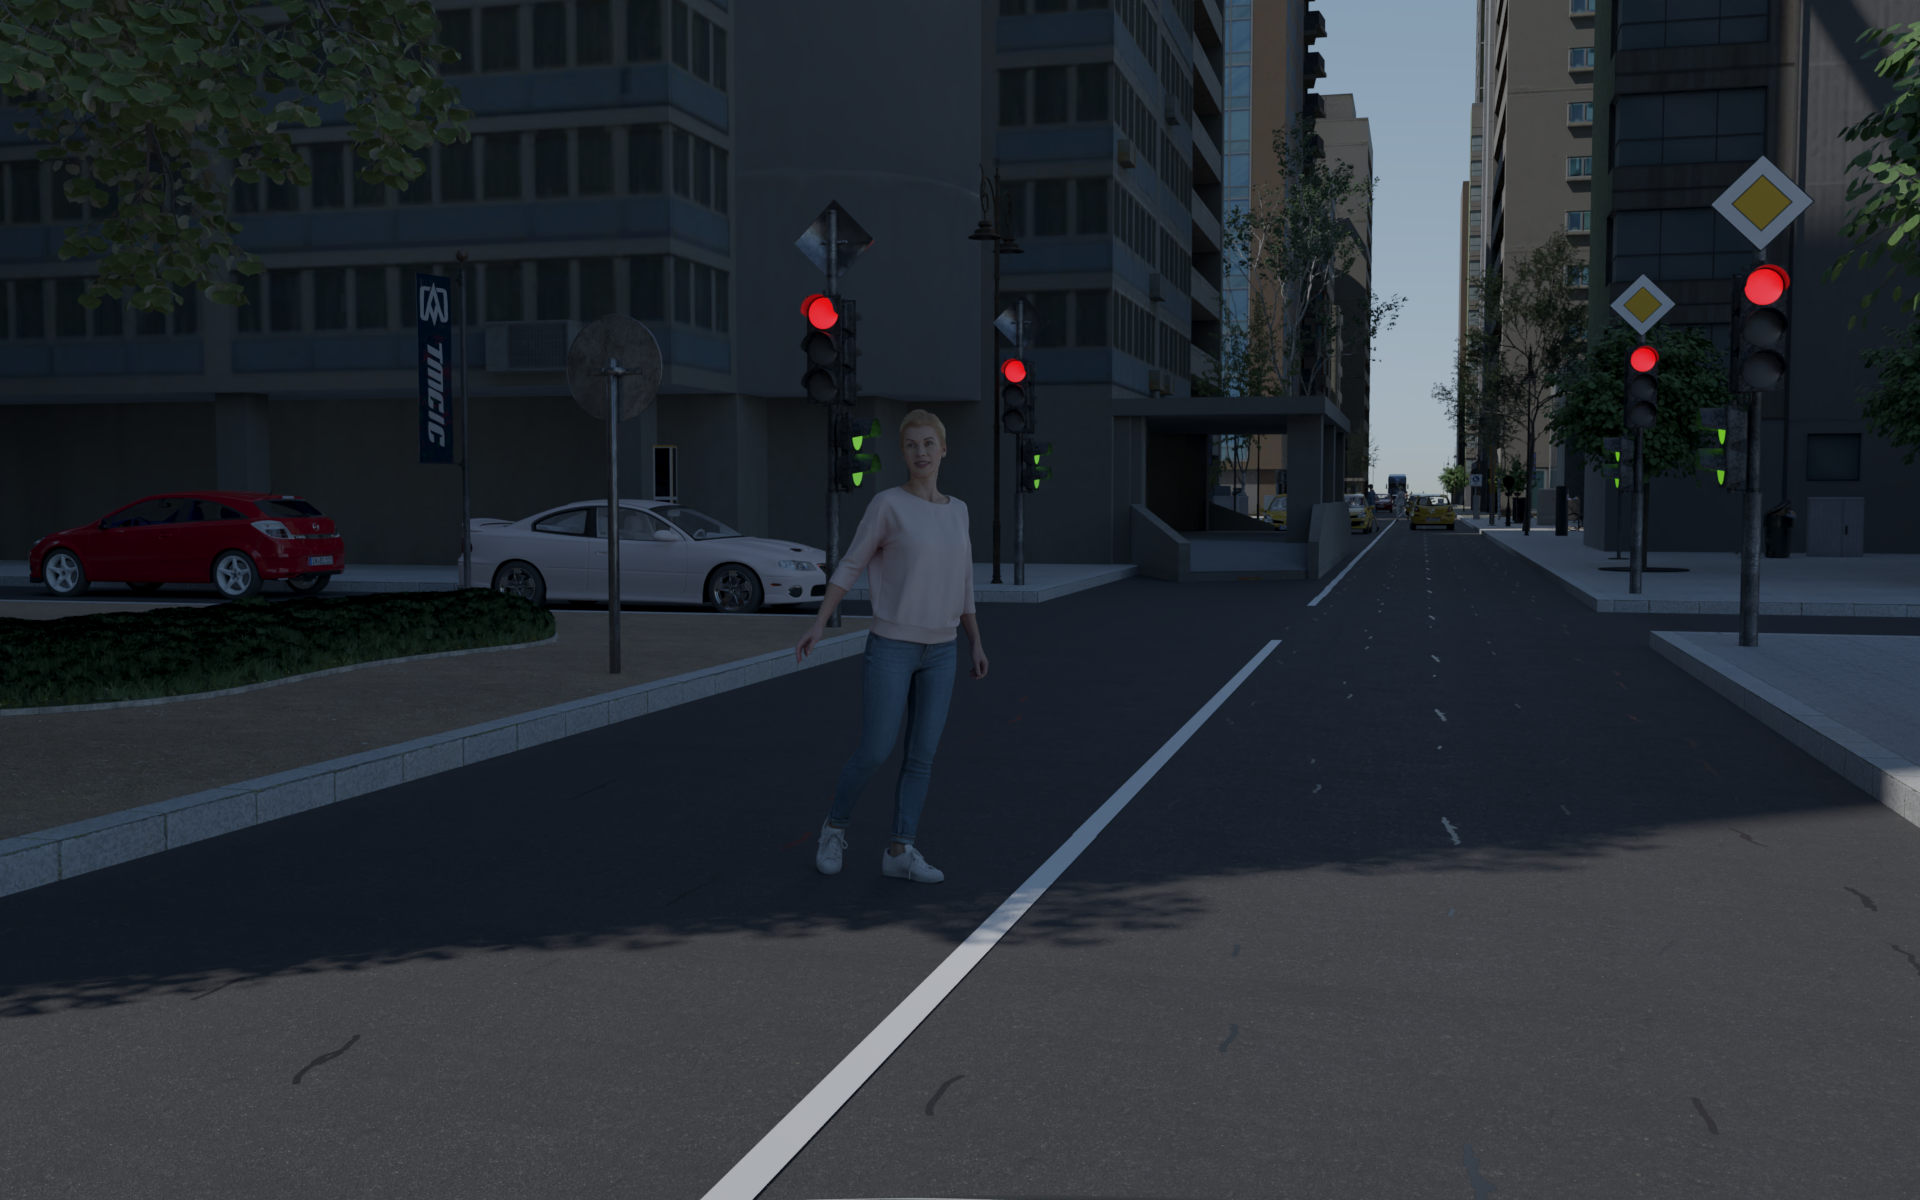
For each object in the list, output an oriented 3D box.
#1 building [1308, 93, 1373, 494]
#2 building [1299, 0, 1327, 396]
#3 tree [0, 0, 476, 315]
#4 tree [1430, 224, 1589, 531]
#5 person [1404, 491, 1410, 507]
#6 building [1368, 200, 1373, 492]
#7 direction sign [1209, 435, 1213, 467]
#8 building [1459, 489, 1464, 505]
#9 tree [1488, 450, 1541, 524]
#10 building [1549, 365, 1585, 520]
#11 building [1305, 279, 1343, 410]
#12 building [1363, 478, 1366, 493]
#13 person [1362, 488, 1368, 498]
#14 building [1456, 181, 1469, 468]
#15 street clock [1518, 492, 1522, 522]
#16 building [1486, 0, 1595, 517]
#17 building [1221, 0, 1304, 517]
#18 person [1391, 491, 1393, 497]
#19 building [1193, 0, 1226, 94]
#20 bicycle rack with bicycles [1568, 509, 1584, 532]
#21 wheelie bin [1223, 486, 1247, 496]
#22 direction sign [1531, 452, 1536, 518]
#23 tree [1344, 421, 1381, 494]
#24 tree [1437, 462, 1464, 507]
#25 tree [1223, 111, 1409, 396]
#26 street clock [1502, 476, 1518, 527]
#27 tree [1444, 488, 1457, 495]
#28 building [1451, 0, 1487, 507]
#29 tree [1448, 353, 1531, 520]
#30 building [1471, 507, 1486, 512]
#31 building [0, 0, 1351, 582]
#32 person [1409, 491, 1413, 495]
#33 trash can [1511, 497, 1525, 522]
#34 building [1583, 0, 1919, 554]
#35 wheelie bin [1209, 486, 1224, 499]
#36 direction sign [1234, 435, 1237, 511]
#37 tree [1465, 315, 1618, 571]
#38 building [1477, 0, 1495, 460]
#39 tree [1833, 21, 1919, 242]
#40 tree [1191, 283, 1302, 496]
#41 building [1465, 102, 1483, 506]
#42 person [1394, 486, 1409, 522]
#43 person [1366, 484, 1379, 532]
[{"bbox_3d":[39.859,-36.189,215.389,21.300,48.544,21.600,1,4,15],"label":"building"},{"bbox_3d":[15.173,-28.919,127.452,22.147,44.769,28.867,1,4,15],"label":"building"},{"bbox_3d":[-5.097,-5.415,6.662,7.486,12.596,7.792,0,3,0],"label":"tree"},{"bbox_3d":[19.906,-7.650,59.484,7.601,10.594,8.767,0,4,6],"label":"tree"},{"bbox_3d":[48.219,-10.902,187.454,1.217,1.736,0.721,-1,4,-9],"label":"person"},{"bbox_3d":[47.614,-33.541,231.983,14.154,41.232,14.086,1,4,15],"label":"building"},{"bbox_3d":[6.979,-3.533,49.767,0.379,3.537,0.876,-2,4,-27],"label":"direction sign"},{"bbox_3d":[74.501,-30.986,198.496,32.217,40.220,23.993,1,4,15],"label":"building"},{"bbox_3d":[24.174,-4.931,75.222,1.663,3.219,1.824,0,3,0],"label":"tree"},{"bbox_3d":[38.938,-46.574,74.164,22.319,86.520,31.000,1,4,15],"label":"building"},{"bbox_3d":[19.788,-19.066,156.767,27.650,21.520,28.899,1,4,15],"label":"building"},{"bbox_3d":[29.155,-30.756,194.735,32.217,40.220,23.993,1,4,15],"label":"building"},{"bbox_3d":[28.977,-7.037,123.521,1.348,1.831,0.705,-1,4,-17],"label":"person"},{"bbox_3d":[76.109,-36.031,239.217,14.600,45.320,14.200,1,4,15],"label":"building"},{"bbox_3d":[25.033,-4.478,77.784,0.358,2.002,0.471,2,4,27],"label":"street clock"},{"bbox_3d":[43.875,-29.445,105.131,21.300,48.544,21.600,1,4,15],"label":"building"},{"bbox_3d":[13.365,-27.857,105.574,14.600,45.320,14.200,1,4,15],"label":"building"},{"bbox_3d":[50.335,-11.796,202.072,0.721,1.735,1.217,0,4,-3],"label":"person"},{"bbox_3d":[-1.203,-27.258,69.366,21.300,48.544,21.600,1,4,15],"label":"building"},{"bbox_3d":[22.199,-2.813,59.370,2.925,0.926,2.852,2,4,34],"label":"bicycle rack with bicycles"},{"bbox_3d":[13.567,-4.680,84.418,0.693,1.594,0.980,-3,5,-43],"label":"wheelie bin"},{"bbox_3d":[30.830,-6.207,93.485,0.379,3.537,0.876,-1,4,-10],"label":"direction sign"},{"bbox_3d":[39.031,-13.430,169.940,4.360,8.622,3.978,0,3,0],"label":"tree"},{"bbox_3d":[50.149,-11.747,175.770,4.285,4.588,4.351,0,3,0],"label":"tree"},{"bbox_3d":[16.322,-14.243,88.762,12.611,20.169,13.585,0,3,0],"label":"tree"},{"bbox_3d":[21.665,-3.904,68.408,0.471,2.002,0.358,1,4,22],"label":"street clock"},{"bbox_3d":[56.300,-12.482,198.682,1.663,3.219,1.824,0,3,0],"label":"tree"},{"bbox_3d":[74.023,-47.875,221.005,20.563,71.187,20.611,1,4,15],"label":"building"},{"bbox_3d":[26.644,-8.297,86.024,4.360,8.622,3.978,0,3,0],"label":"tree"},{"bbox_3d":[48.496,-42.022,125.319,20.563,71.187,20.611,1,4,15],"label":"building"},{"bbox_3d":[-7.758,-21.212,38.704,32.217,40.220,23.993,1,4,15],"label":"building"},{"bbox_3d":[58.312,-13.165,223.765,1.348,1.821,0.705,2,4,27],"label":"person"},{"bbox_3d":[25.414,-4.100,78.687,0.748,1.137,0.748,0,3,0],"label":"trash can"},{"bbox_3d":[22.919,-21.934,42.215,14.154,41.232,14.086,1,4,15],"label":"building"},{"bbox_3d":[14.349,-5.401,96.220,0.980,1.594,0.693,-2,4,-34],"label":"wheelie bin"},{"bbox_3d":[8.453,-3.745,53.226,0.379,3.537,0.876,0,4,6],"label":"direction sign"},{"bbox_3d":[11.502,-2.761,28.856,4.285,4.588,4.351,0,3,0],"label":"tree"},{"bbox_3d":[55.964,-37.145,149.324,21.231,58.520,28.212,1,4,15],"label":"building"},{"bbox_3d":[5.737,-1.469,7.724,4.285,4.588,4.351,0,3,0],"label":"tree"},{"bbox_3d":[10.051,-6.793,61.427,4.737,8.622,4.395,0,3,0],"label":"tree"},{"bbox_3d":[60.686,-30.512,182.466,14.154,41.232,14.086,1,4,15],"label":"building"},{"bbox_3d":[22.659,-4.922,88.855,0.818,1.842,0.514,3,4,36],"label":"person"},{"bbox_3d":[15.670,-3.509,65.901,0.581,1.822,0.654,-2,4,-27],"label":"person"}]
